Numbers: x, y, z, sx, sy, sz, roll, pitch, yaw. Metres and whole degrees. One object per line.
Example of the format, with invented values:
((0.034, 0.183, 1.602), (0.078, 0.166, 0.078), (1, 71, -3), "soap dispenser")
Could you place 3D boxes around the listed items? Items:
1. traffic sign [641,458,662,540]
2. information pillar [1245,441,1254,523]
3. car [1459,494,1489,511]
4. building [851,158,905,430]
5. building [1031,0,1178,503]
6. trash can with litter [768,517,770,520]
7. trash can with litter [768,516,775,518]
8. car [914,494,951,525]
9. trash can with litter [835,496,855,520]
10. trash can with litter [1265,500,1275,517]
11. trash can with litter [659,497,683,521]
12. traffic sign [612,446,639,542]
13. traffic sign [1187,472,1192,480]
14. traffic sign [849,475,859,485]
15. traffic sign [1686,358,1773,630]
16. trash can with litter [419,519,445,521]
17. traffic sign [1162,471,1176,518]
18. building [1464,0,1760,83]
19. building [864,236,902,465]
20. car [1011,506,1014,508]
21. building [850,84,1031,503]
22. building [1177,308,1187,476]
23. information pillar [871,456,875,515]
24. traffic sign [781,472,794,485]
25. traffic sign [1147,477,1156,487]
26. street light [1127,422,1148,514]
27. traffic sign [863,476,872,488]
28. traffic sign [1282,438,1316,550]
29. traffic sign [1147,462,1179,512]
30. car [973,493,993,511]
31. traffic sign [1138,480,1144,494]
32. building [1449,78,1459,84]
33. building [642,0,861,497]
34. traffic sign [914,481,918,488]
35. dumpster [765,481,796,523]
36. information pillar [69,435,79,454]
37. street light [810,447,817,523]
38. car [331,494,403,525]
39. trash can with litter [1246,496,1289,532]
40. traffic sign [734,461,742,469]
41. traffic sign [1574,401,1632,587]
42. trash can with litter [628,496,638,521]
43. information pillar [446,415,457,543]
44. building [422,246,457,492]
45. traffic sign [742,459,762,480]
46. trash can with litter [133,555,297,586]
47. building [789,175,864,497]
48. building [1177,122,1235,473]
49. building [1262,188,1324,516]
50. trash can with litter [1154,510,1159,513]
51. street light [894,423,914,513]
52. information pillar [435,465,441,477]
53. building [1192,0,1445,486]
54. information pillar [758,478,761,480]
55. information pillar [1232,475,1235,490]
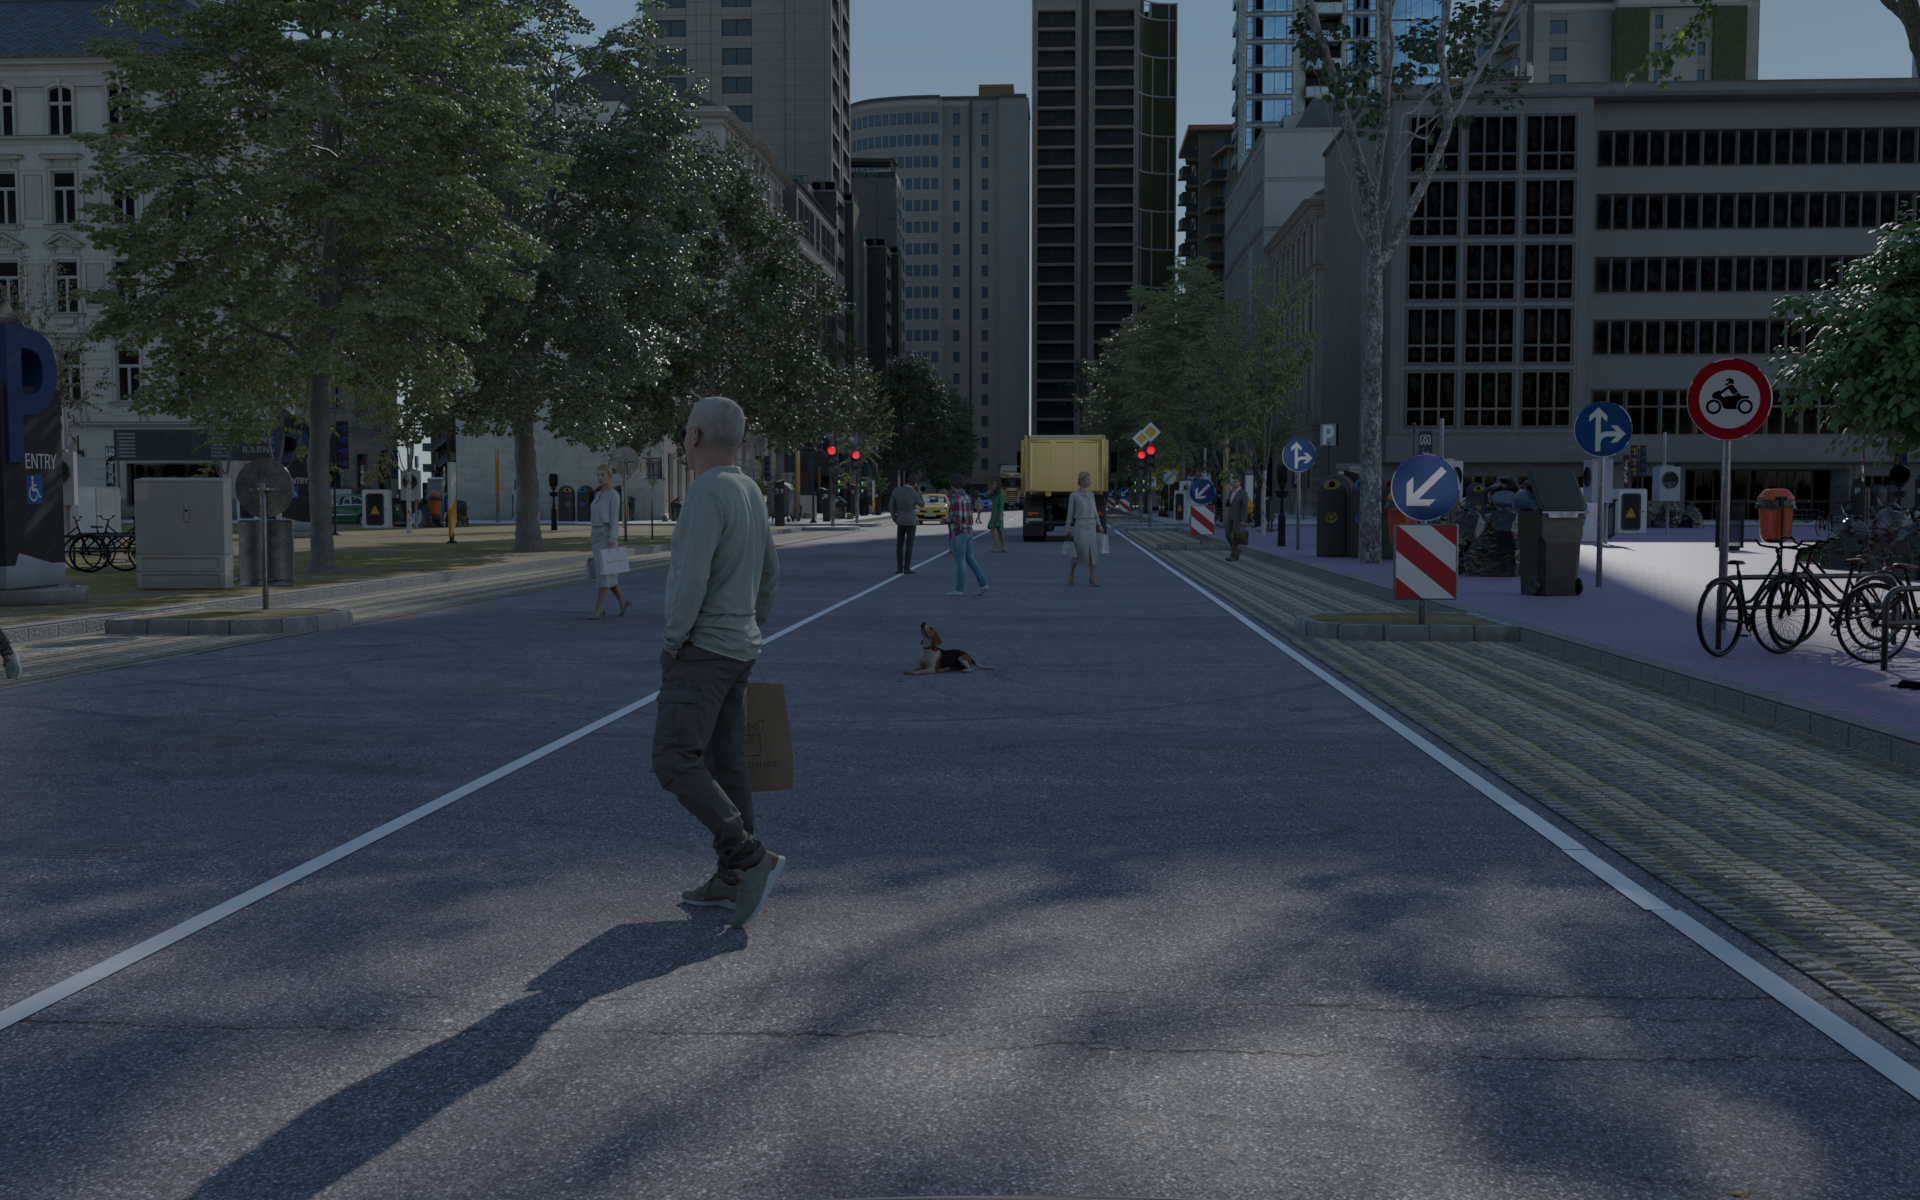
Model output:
((-8.641, -2.842, 48.589), (0.606, 2.300, 0.079), (0, 4, 7), "traffic sign")
((12.691, -5.176, 75.976), (0.504, 3.616, 0.183), (-3, 5, -43), "information pillar")
((21.204, -3.737, 71.319), (3.980, 1.641, 2.015), (0, 4, 3), "car")
((-13.925, -32.358, 212.645), (14.086, 41.232, 14.154), (0, 4, 3), "building")
((20.792, -49.675, 250.433), (20.611, 71.187, 20.563), (0, 4, 3), "building")
((-9.701, -4.450, 84.142), (0.624, 1.170, 1.055), (1, 4, 20), "trash can with litter")
((-10.631, -4.894, 91.072), (2.233, 1.210, 1.678), (-2, 4, -32), "trash can with litter")
((-1.268, -4.421, 82.512), (2.015, 1.641, 3.980), (0, 4, 4), "car")
((-5.785, -4.664, 87.645), (1.055, 1.170, 0.624), (2, 4, 24), "trash can with litter")
((16.157, -4.886, 91.272), (0.624, 1.170, 1.055), (-3, 5, -45), "trash can with litter")
((-13.616, -4.293, 81.574), (1.055, 1.170, 0.624), (-1, 4, -16), "trash can with litter")
((-8.960, -2.829, 46.355), (0.768, 2.556, 0.104), (1, 4, 9), "traffic sign")
((13.472, -6.230, 101.863), (0.884, 2.594, 0.081), (1, 4, 11), "traffic sign")
((-6.877, -6.882, 112.626), (0.768, 2.556, 0.104), (1, 4, 9), "traffic sign")
((7.218, -0.992, 16.333), (0.768, 2.556, 0.104), (0, 4, 8), "traffic sign")
((-24.982, -4.381, 82.680), (2.233, 1.210, 1.678), (3, 5, 39), "trash can with litter")
((11.359, -5.747, 94.069), (0.768, 2.556, 0.104), (1, 4, 9), "traffic sign")
((75.338, -40.452, 203.384), (28.212, 58.520, 21.231), (0, 4, 3), "building")
((-14.090, -25.855, 194.433), (14.160, 30.474, 14.107), (0, 4, 3), "building")
((4.669, -10.206, 178.672), (2.131, 1.459, 4.920), (0, 4, 3), "car")
((-3.947, -43.472, 252.758), (28.212, 58.520, 21.231), (0, 4, 3), "building")
((38.303, -29.125, 247.896), (14.107, 30.474, 14.160), (0, 4, 3), "building")
((-5.315, -7.039, 106.444), (0.183, 3.616, 0.504), (0, 4, 7), "information pillar")
((-8.108, -4.854, 81.495), (0.606, 2.300, 0.079), (0, 4, 8), "traffic sign")
((11.318, -6.142, 102.559), (0.606, 2.300, 0.079), (0, 4, 4), "traffic sign")
((11.493, -8.538, 112.144), (1.470, 5.913, 1.316), (0, 4, 3), "street light")
((-5.756, -6.562, 108.480), (0.795, 2.450, 0.064), (0, 4, 8), "traffic sign")
((7.776, -2.426, 39.774), (0.768, 2.556, 0.104), (1, 4, 8), "traffic sign")
((12.813, -7.007, 108.440), (2.265, 3.308, 0.079), (1, 4, 9), "traffic sign")
((2.039, -8.235, 144.231), (1.945, 1.707, 3.694), (0, 4, 4), "car")
((13.749, -7.988, 130.606), (0.884, 2.594, 0.081), (1, 4, 9), "traffic sign")
((60.441, -43.248, 249.100), (28.212, 58.520, 21.231), (0, 4, 3), "building")
((-19.643, -45.132, 176.161), (20.563, 71.187, 20.611), (0, 4, 3), "building")
((-3.989, -9.163, 149.928), (0.768, 2.556, 0.104), (0, 4, 6), "traffic sign")
((-8.195, -4.460, 78.682), (1.264, 1.857, 1.865), (0, 4, 3), "dumpster")
((-35.316, -4.757, 69.126), (0.504, 3.616, 0.183), (1, 4, 20), "information pillar")
((-5.923, -6.335, 76.120), (1.470, 5.913, 1.316), (0, 4, 3), "street light")
((-25.991, -3.743, 72.993), (4.920, 1.459, 2.131), (0, 4, 4), "car")
((10.418, -2.946, 59.227), (1.678, 1.210, 2.233), (1, 4, 23), "trash can with litter")
((-8.715, -4.056, 66.416), (0.768, 2.556, 0.104), (1, 4, 10), "traffic sign")
((8.822, -1.452, 23.843), (0.768, 2.556, 0.104), (1, 4, 10), "traffic sign")
((-15.809, -4.388, 83.136), (0.624, 1.170, 1.055), (0, 4, -8), "trash can with litter")
((-13.250, -3.289, 45.136), (0.183, 3.616, 0.504), (0, 3, 0), "information pillar")
((-57.658, -34.569, 215.315), (14.200, 45.320, 14.600), (0, 4, 3), "building")
((-7.522, -3.825, 62.648), (0.768, 2.556, 0.104), (1, 4, 12), "traffic sign")
((-10.839, -0.866, 25.222), (2.233, 1.210, 1.678), (-2, 4, -27), "trash can with litter")
((-17.028, -23.730, 159.693), (14.160, 30.474, 14.107), (0, 4, 3), "building")
((36.786, -33.498, 202.321), (22.147, 44.769, 28.867), (0, 4, 3), "building")
((26.025, -16.712, 109.398), (11.583, 22.565, 21.152), (0, 4, 3), "building")
((14.318, -6.748, 121.388), (2.233, 1.210, 1.678), (0, 4, 3), "trash can with litter")
((-3.714, -8.618, 113.449), (1.470, 5.913, 1.316), (0, 4, 3), "street light")
((-41.543, -8.961, 137.859), (0.504, 3.616, 0.183), (-3, 4, -39), "information pillar")
((35.578, -52.489, 170.862), (22.319, 86.520, 31.000), (0, 4, 3), "building")
((-9.072, -4.450, 77.256), (0.304, 2.012, 0.304), (-1, 4, -23), "information pillar")
((10.641, -3.869, 67.757), (0.304, 2.012, 0.304), (-1, 4, -10), "information pillar")
